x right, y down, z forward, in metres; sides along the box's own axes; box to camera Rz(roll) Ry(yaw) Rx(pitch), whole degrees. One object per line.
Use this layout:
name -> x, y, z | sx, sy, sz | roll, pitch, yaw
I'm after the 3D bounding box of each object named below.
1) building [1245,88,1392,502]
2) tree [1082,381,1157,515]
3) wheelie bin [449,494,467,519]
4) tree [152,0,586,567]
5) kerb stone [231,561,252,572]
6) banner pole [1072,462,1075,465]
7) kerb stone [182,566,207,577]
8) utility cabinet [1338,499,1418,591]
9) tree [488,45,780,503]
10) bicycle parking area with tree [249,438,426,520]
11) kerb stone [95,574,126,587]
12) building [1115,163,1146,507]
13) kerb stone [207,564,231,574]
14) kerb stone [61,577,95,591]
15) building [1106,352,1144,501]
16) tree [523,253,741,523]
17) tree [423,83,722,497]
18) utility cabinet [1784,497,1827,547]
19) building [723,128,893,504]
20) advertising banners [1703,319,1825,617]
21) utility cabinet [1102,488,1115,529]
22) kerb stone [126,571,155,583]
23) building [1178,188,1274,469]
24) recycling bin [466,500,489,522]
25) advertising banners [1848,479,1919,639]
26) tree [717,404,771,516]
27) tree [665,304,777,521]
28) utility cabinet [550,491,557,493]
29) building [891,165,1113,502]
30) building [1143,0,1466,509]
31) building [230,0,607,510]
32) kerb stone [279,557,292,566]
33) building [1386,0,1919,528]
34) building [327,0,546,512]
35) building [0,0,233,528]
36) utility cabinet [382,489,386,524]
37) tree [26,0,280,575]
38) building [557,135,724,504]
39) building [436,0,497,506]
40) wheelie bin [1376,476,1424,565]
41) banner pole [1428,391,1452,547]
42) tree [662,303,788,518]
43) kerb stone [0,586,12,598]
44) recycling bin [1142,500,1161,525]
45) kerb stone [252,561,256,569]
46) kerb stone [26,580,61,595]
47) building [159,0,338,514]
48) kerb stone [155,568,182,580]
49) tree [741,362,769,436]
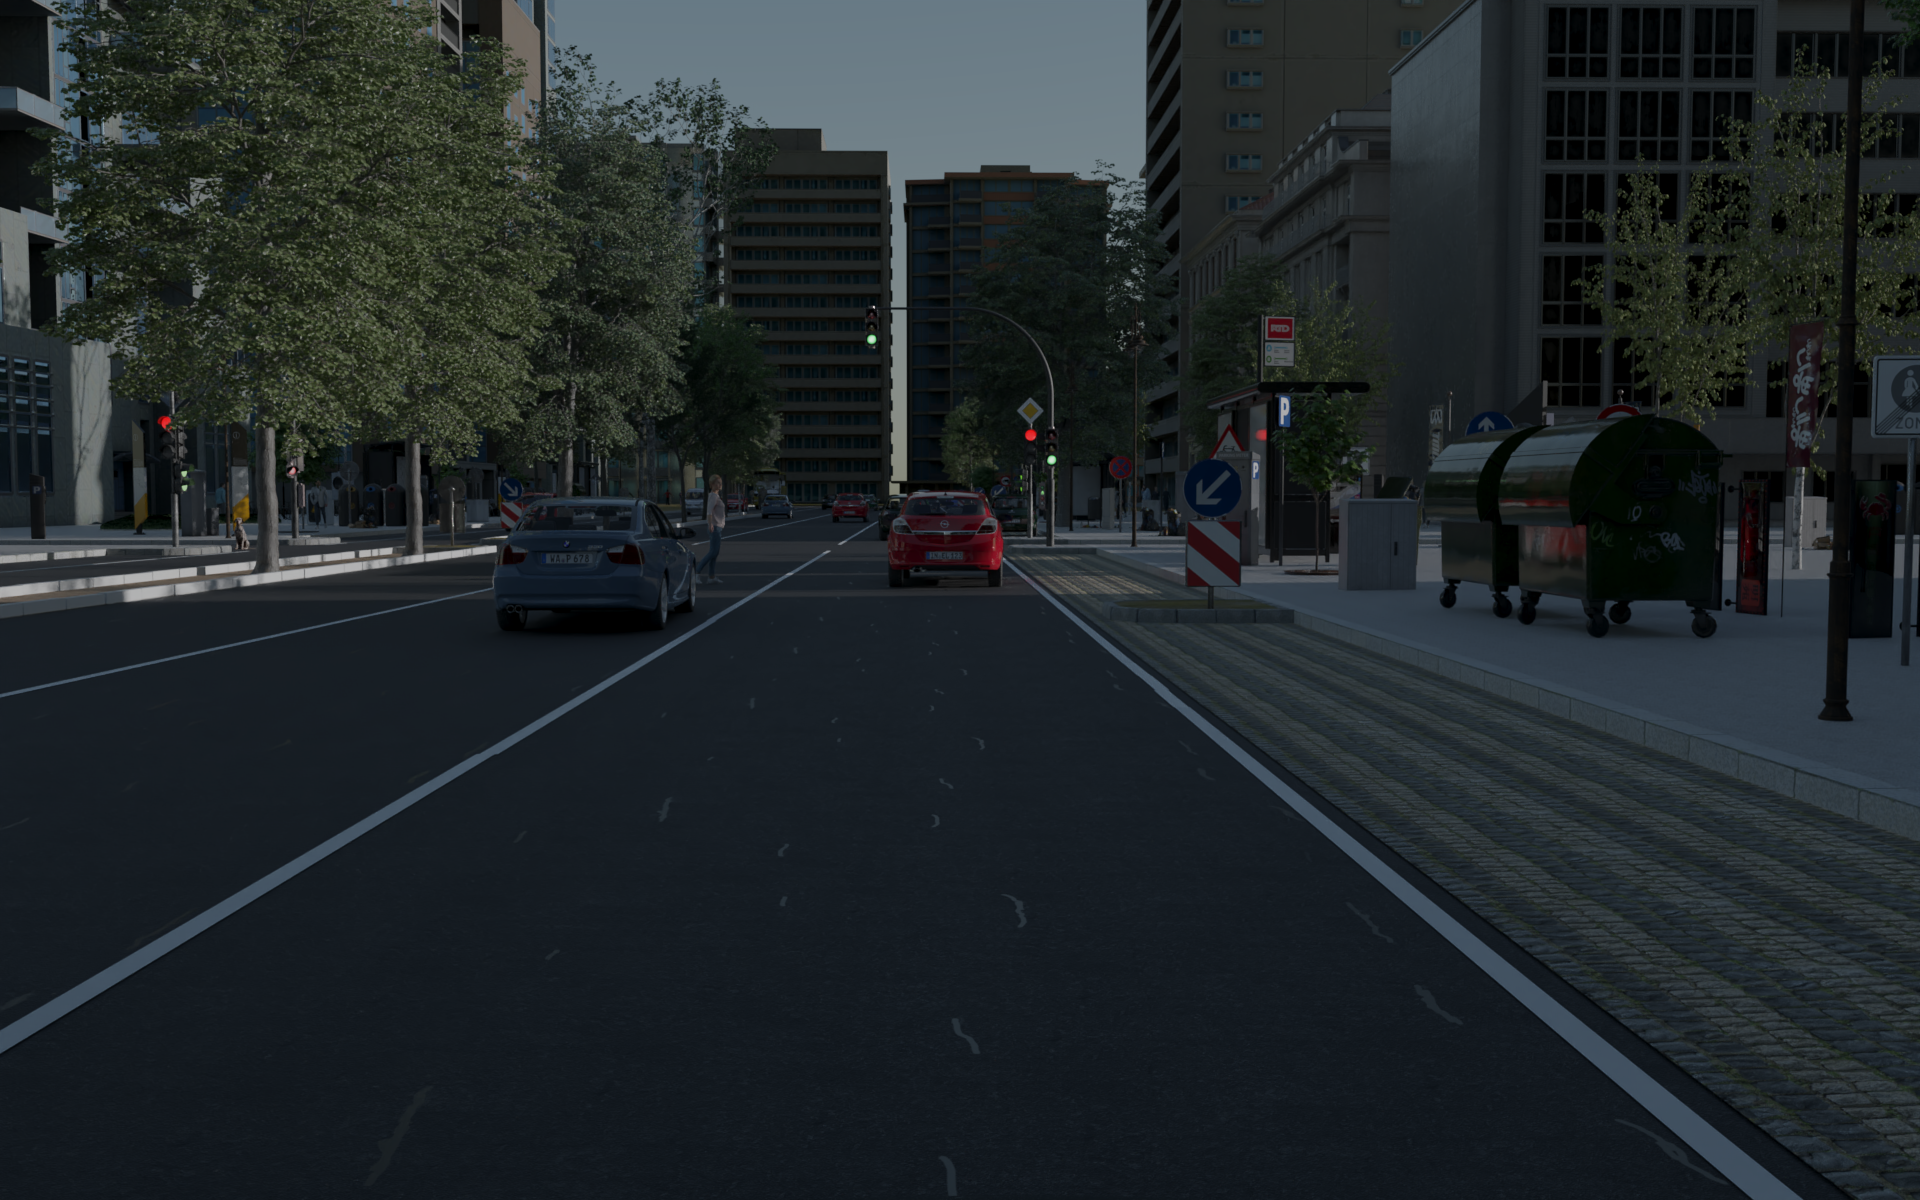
building -> 24.005, -15.349, 92.759 | 13.314, 21.916, 24.055 | 0, 4, -1
tree -> 9.935, -9.802, 110.629 | 4.737, 8.622, 4.395 | 0, 3, 0
wheelie bin -> -24.546, -4.676, 84.356 | 0.980, 1.594, 0.693 | -3, 5, -39
tree -> -12.389, -7.241, 38.971 | 7.486, 12.596, 7.792 | 0, 3, 0
kerb stone -> -13.426, -0.602, 32.104 | 0.120, 0.150, 1.000 | 0, 4, -1
banner pole -> 6.192, -6.473, 95.850 | 0.863, 3.779, 0.401 | 2, 4, 34
kerb stone -> -13.387, -0.479, 30.060 | 0.120, 0.150, 1.000 | 0, 4, -1
utility cabinet -> 5.609, -0.738, 23.233 | 1.020, 1.237, 0.306 | -1, 4, -14
tree -> -14.362, -13.189, 73.994 | 12.611, 20.169, 13.585 | 0, 3, 0
bicycle parking area with tree -> -31.872, -6.197, 88.328 | 8.231, 4.147, 9.016 | 1, 4, 16
kerb stone -> -13.320, -0.289, 26.982 | 0.120, 0.150, 1.000 | 0, 4, -1
building -> 31.747, -29.556, 175.124 | 32.217, 40.220, 23.993 | 0, 4, -1
kerb stone -> -13.400, -0.543, 31.082 | 0.120, 0.150, 1.000 | 0, 4, -1
kerb stone -> -13.299, -0.230, 25.960 | 0.120, 0.150, 1.000 | 0, 4, -1
building -> 34.822, -23.962, 236.812 | 28.899, 21.520, 27.650 | 0, 4, -1
tree -> -12.987, -7.762, 63.777 | 8.767, 10.594, 7.601 | 0, 4, -1
tree -> -12.619, -8.915, 54.867 | 9.857, 13.997, 8.962 | 0, 3, 0
utility cabinet -> 20.431, -1.878, 41.862 | 1.020, 1.237, 0.306 | -1, 4, -18
building -> -19.956, -37.243, 232.619 | 21.600, 48.544, 21.300 | 0, 4, -1
advertising banners -> 8.451, -1.361, 18.446 | 0.090, 3.025, 2.074 | -1, 4, -11
utility cabinet -> 5.397, -3.334, 63.186 | 0.318, 1.500, 1.173 | 1, 4, 13
kerb stone -> -13.343, -0.348, 28.009 | 0.120, 0.150, 1.000 | 0, 4, -1
building -> 21.804, -17.080, 115.409 | 11.583, 22.565, 21.152 | 0, 4, -1
recycling bin -> -22.056, -4.075, 79.187 | 0.722, 1.027, 0.722 | 2, 4, 32
advertising banners -> 8.800, -1.182, 15.507 | 2.074, 3.025, 0.090 | -1, 4, -14
tree -> -14.062, -9.644, 110.498 | 4.737, 8.622, 4.395 | 0, 3, 0
tree -> -13.680, -10.098, 93.307 | 9.928, 11.665, 9.643 | 0, 3, 0
utility cabinet -> -27.323, -6.656, 117.499 | 0.318, 1.500, 1.173 | 1, 4, 20
building -> 5.272, -35.390, 233.257 | 28.867, 44.769, 22.147 | 0, 4, -1
building -> 26.679, -31.435, 137.669 | 21.300, 48.544, 21.600 | 0, 4, -1
building -> -53.481, -52.665, 173.746 | 31.000, 86.520, 22.319 | 0, 4, -1
kerb stone -> -13.469, -0.732, 34.156 | 0.120, 0.150, 1.000 | 0, 4, -1
building -> 34.321, -15.413, 71.063 | 30.058, 24.678, 14.314 | 0, 4, -1
building -> -44.976, -30.670, 151.564 | 14.600, 45.320, 14.200 | 0, 4, -1
building -> -47.625, -46.726, 76.649 | 22.319, 86.520, 31.000 | 0, 4, -1
utility cabinet -> -24.615, -3.996, 74.006 | 1.173, 1.500, 0.318 | 1, 4, 18
tree -> -12.328, -6.728, 30.587 | 7.486, 12.596, 7.792 | 0, 3, 0
building -> -46.077, -37.569, 233.865 | 30.456, 49.044, 23.786 | 0, 4, -1
building -> -47.579, -42.513, 133.345 | 20.563, 71.187, 20.611 | 0, 4, -1
wheelie bin -> 7.903, -1.427, 31.232 | 0.693, 1.594, 0.980 | -2, 4, -28
banner pole -> 11.776, -3.206, 42.442 | 0.401, 3.779, 0.863 | -2, 4, -33
tree -> -13.993, -11.100, 102.074 | 7.486, 12.596, 7.792 | 0, 3, 0
kerb stone -> -13.256, -0.099, 23.917 | 0.120, 0.150, 1.000 | 0, 4, -1
recycling bin -> 8.086, -3.699, 73.031 | 0.722, 1.027, 0.722 | 1, 4, 19
kerb stone -> -13.442, -0.667, 33.126 | 0.120, 0.150, 1.000 | 0, 4, -1
kerb stone -> -13.288, -0.168, 24.938 | 0.120, 0.150, 1.000 | 0, 4, -1
building -> -43.618, -28.456, 115.369 | 14.600, 45.320, 14.200 | 0, 4, -1
kerb stone -> -13.365, -0.418, 29.030 | 0.120, 0.150, 1.000 | 0, 4, -1
tree -> -13.431, -9.029, 84.495 | 8.767, 10.594, 7.601 | 0, 4, -1
